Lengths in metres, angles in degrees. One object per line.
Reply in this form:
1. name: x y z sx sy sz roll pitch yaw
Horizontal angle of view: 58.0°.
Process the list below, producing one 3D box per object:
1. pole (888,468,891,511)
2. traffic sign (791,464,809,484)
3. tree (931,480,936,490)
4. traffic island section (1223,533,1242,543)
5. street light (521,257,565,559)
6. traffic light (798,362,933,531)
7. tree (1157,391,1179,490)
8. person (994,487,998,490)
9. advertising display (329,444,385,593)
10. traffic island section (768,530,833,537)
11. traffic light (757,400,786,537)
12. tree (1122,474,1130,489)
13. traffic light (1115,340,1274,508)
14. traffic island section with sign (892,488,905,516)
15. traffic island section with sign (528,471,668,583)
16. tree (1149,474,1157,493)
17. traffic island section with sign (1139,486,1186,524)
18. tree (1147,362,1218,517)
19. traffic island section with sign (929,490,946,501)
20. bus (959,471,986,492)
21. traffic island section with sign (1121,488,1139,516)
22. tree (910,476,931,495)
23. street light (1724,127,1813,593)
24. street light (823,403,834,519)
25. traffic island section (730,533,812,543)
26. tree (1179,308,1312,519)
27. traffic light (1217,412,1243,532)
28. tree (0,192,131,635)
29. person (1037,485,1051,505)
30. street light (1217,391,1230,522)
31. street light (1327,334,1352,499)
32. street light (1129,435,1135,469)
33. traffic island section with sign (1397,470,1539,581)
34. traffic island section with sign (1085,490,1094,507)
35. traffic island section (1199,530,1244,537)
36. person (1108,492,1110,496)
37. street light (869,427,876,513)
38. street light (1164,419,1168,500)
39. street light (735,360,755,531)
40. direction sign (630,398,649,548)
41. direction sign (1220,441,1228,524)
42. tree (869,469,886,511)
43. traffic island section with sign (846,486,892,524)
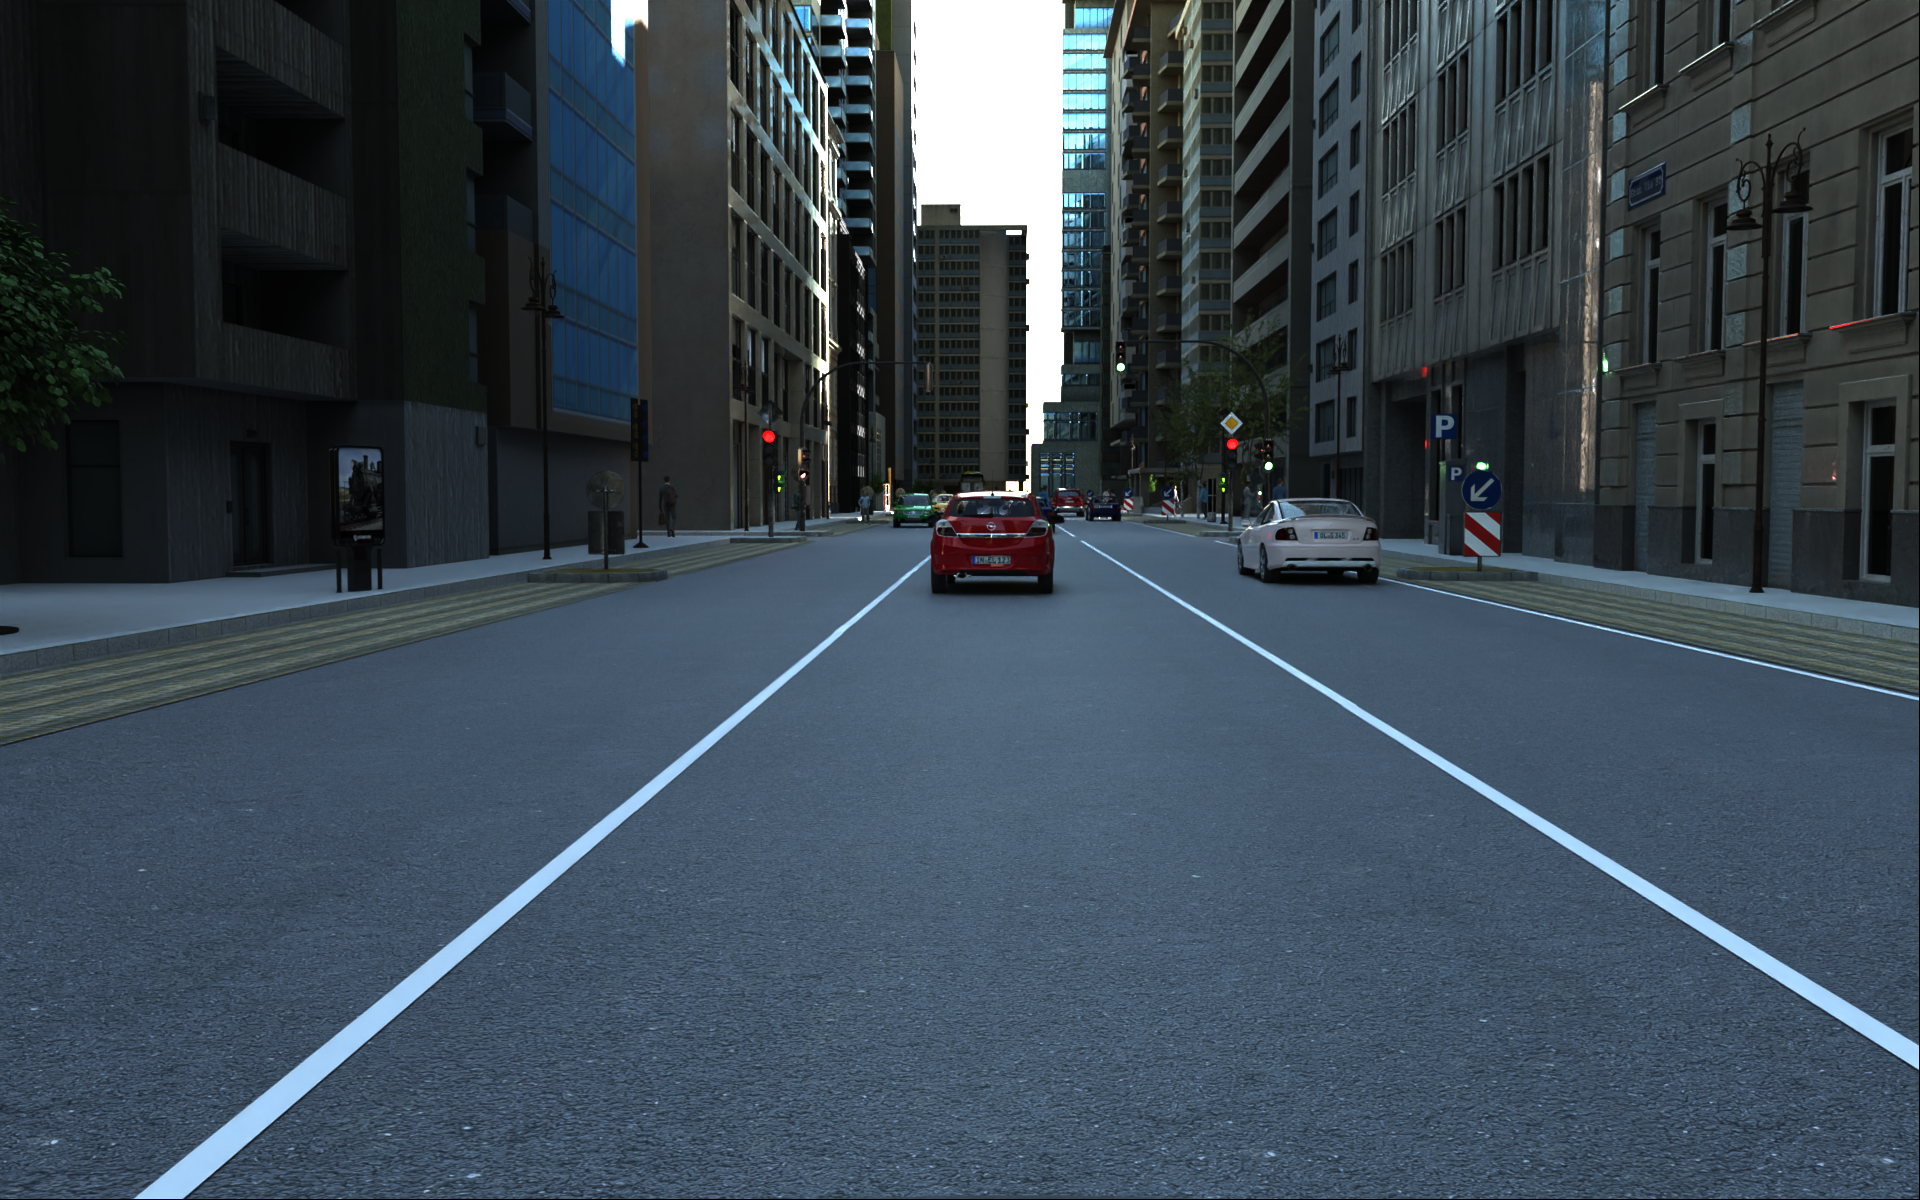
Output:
1. pole: -5.416 -8.529 133.289 0.158 3.312 0.155 0 3 0
2. traffic sign: -6.765 -4.476 73.293 0.768 2.556 0.104 0 4 3
3. tree: -3.607 -13.047 207.918 1.663 3.219 1.824 0 3 0
4. traffic island section: 9.073 -1.777 51.332 2.009 0.180 2.903 0 4 2
5. street light: -8.127 -3.738 33.910 0.468 5.910 1.993 0 4 2
6. traffic light: -3.320 -5.192 59.550 4.771 5.953 1.251 0 4 2
7. tree: 12.274 -8.502 89.376 4.737 8.622 4.395 0 3 0
8. person: 1.906 -5.143 92.567 0.794 1.824 0.713 0 4 -7
9. advertising display: -7.951 -1.081 22.887 0.123 1.923 0.974 1 4 18
10. traffic island section: -5.453 -2.289 59.705 2.009 0.180 2.903 0 4 2
11. traffic light: -5.623 -3.833 51.587 0.839 4.253 0.868 0 4 2
12. tree: 13.776 -8.697 136.796 1.663 3.219 1.824 0 3 0
13. traffic light: 6.940 -4.677 51.132 4.771 5.953 1.251 0 4 2
14. traffic island section with sign: -3.772 -6.276 111.238 1.989 1.847 2.006 0 4 2
15. traffic island section with sign: -5.936 -1.229 28.720 1.989 1.847 2.006 0 4 2
16. tree: 14.395 -8.528 134.035 1.663 3.219 1.824 0 3 0
17. traffic island section with sign: 9.949 -4.635 84.407 1.989 1.847 2.006 0 4 2
18. tree: 12.376 -8.914 96.105 4.360 8.622 3.978 0 3 0
19. traffic island section with sign: -2.450 -9.345 161.421 1.989 1.847 2.006 0 4 2
20. bus: 1.343 -12.137 189.992 2.896 3.916 12.252 0 4 0
21. traffic island section with sign: 10.656 -6.283 111.353 1.989 1.847 2.006 0 4 2
22. tree: -4.389 -11.571 183.780 1.663 3.219 1.824 0 3 0
23. street light: 10.372 -3.033 22.369 0.468 5.910 1.993 0 4 2
24. street light: -6.761 -7.079 88.524 0.468 5.910 1.993 0 4 2
25. traffic island section: -5.663 -1.801 51.723 2.009 0.180 2.903 0 4 2
26. tree: 11.841 -7.298 69.678 4.737 8.622 4.395 0 3 0
27. traffic light: 9.243 -4.299 59.201 0.839 4.253 0.868 0 4 2
28. tree: -9.491 -1.958 15.726 4.285 4.588 4.351 0 3 0
29. person: 3.223 -3.568 67.173 0.601 1.785 0.444 3 5 43
30. street light: 11.693 -6.371 76.946 0.468 5.910 1.993 0 4 2
31. street light: 10.977 -4.737 50.235 0.468 5.910 1.993 0 4 2
32. street light: 13.238 -9.821 133.358 0.468 5.910 1.993 0 4 2
33. traffic island section with sign: 8.493 -1.262 29.264 1.989 1.847 2.006 0 4 2
34. traffic island section with sign: 11.971 -9.329 161.160 1.989 1.847 2.006 0 4 2
35. traffic island section: 9.283 -2.265 59.314 2.009 0.180 2.903 0 4 2
36. person: 10.481 -6.960 122.143 0.795 1.843 0.661 0 4 -6
37. street light: -5.915 -8.816 116.931 0.468 5.910 1.993 0 4 2
38. street light: 12.486 -8.098 105.194 0.468 5.910 1.993 0 4 2
39. street light: -7.400 -5.326 59.866 0.468 5.910 1.993 0 4 2
40. direction sign: -7.635 -3.017 41.325 0.379 3.537 0.876 1 4 15
41. direction sign: 11.341 -5.033 74.285 0.379 3.537 0.876 0 4 -5
42. tree: -6.483 -8.501 133.592 1.663 3.219 1.824 0 3 0
43. traffic island section with sign: -4.477 -4.628 84.292 1.989 1.847 2.006 0 4 2
